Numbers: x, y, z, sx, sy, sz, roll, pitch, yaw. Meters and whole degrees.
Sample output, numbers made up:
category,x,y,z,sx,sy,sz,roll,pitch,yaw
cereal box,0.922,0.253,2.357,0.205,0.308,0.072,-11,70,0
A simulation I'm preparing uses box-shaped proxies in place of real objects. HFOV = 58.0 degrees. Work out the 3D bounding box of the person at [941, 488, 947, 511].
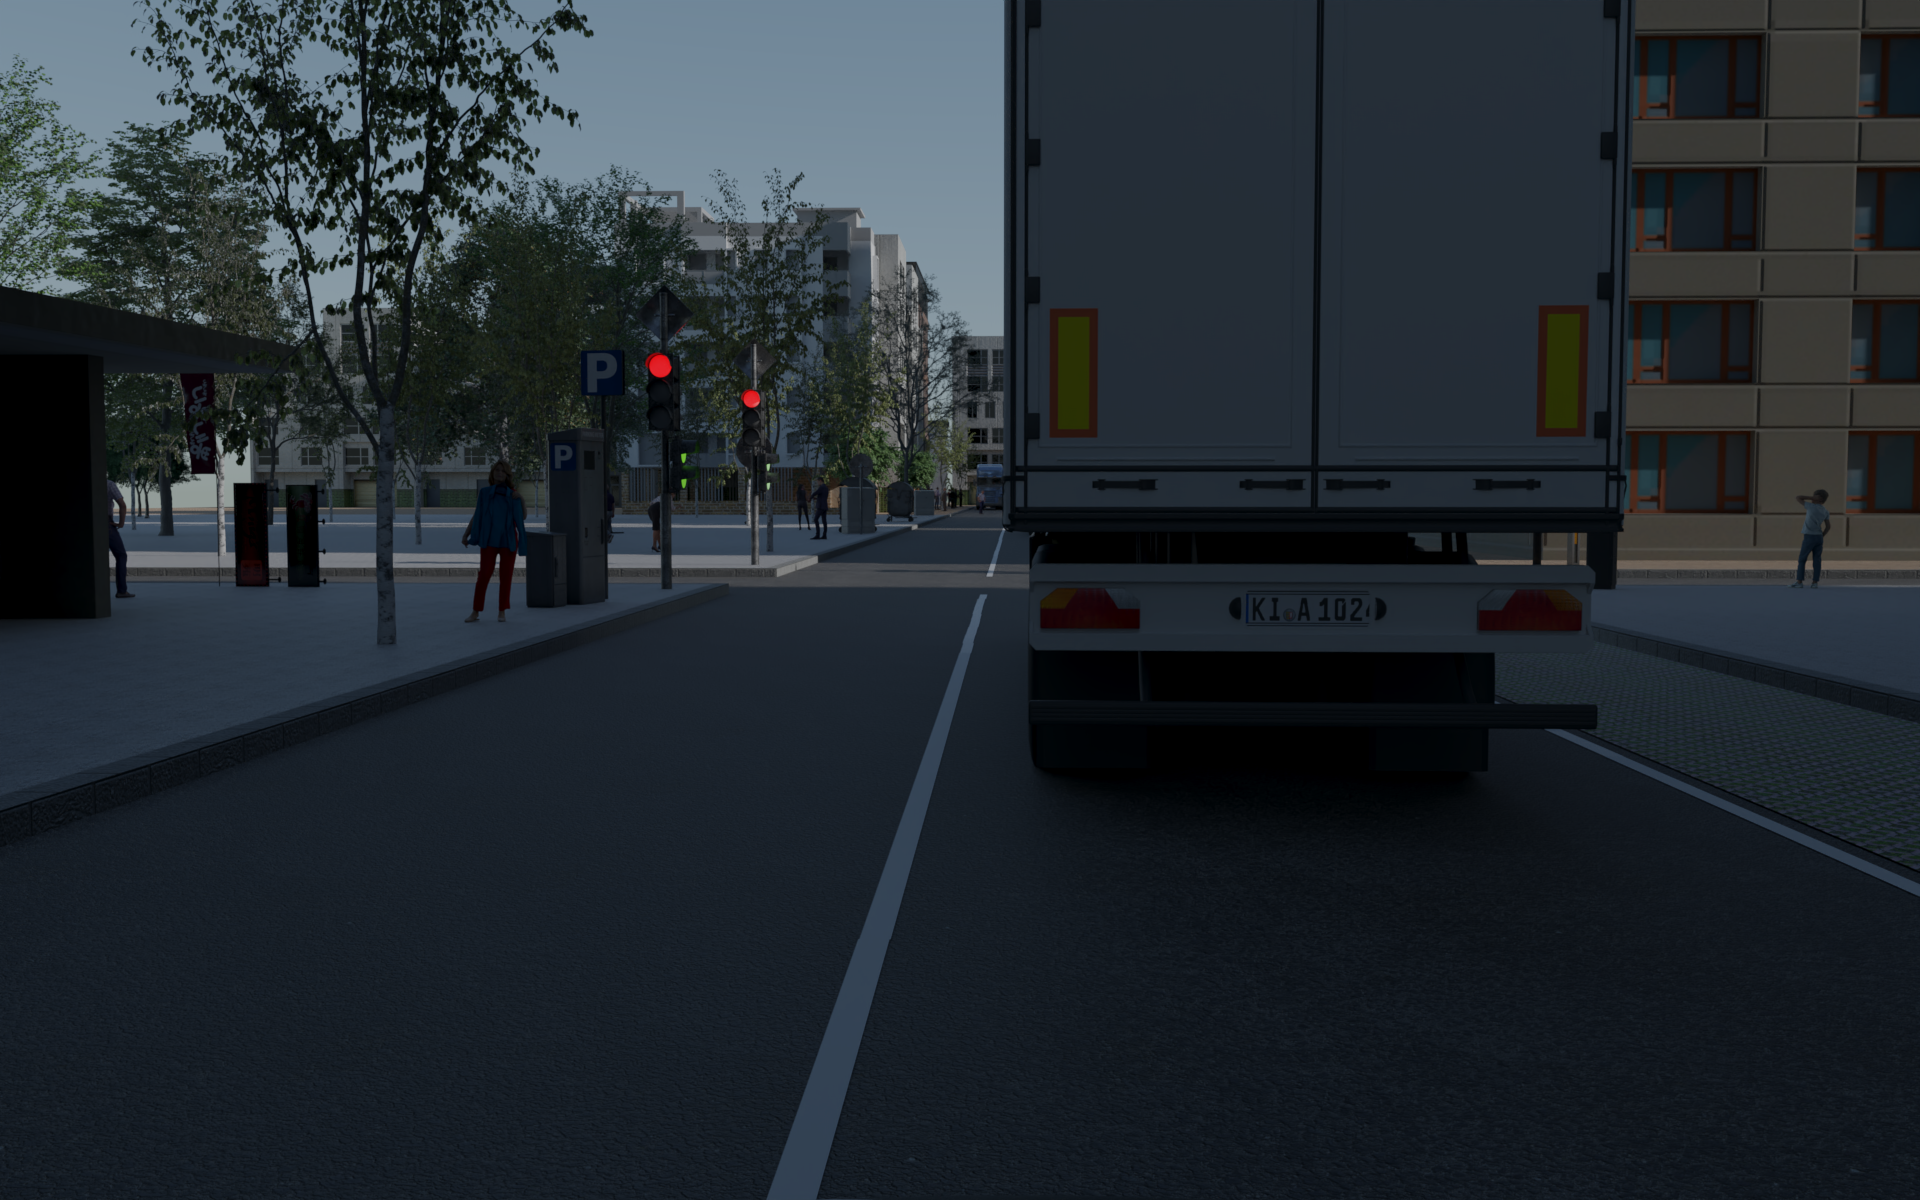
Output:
category,x,y,z,sx,sy,sz,roll,pitch,yaw
person,-1.194,-7.576,130.463,0.434,1.755,0.990,1,4,9

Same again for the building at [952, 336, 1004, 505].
category,x,y,z,sx,sy,sz,roll,pitch,yaw
building,15.131,-20.509,201.781,31.486,18.905,16.747,0,4,2

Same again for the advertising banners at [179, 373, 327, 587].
category,x,y,z,sx,sy,sz,roll,pitch,yaw
advertising banners,-9.774,-1.695,23.904,2.074,3.025,0.090,0,4,7

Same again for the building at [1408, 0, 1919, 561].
category,x,y,z,sx,sy,sz,roll,pitch,yaw
building,26.148,-12.301,46.161,28.899,21.520,27.650,0,4,2

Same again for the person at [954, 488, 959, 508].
category,x,y,z,sx,sy,sz,roll,pitch,yaw
person,-0.369,-9.393,159.636,0.705,1.821,1.348,1,4,20

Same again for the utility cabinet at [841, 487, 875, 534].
category,x,y,z,sx,sy,sz,roll,pitch,yaw
utility cabinet,-3.264,-2.876,55.702,0.318,1.500,1.173,3,5,45

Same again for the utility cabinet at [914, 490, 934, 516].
category,x,y,z,sx,sy,sz,roll,pitch,yaw
utility cabinet,-2.109,-5.718,102.173,1.173,1.500,0.318,-1,4,-20

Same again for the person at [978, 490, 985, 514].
category,x,y,z,sx,sy,sz,roll,pitch,yaw
person,1.595,-6.977,123.519,0.756,1.711,0.436,-3,4,-36

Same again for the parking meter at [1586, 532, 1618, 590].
category,x,y,z,sx,sy,sz,roll,pitch,yaw
parking meter,8.686,-1.080,23.364,0.399,1.863,0.255,2,4,33

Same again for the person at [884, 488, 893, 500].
category,x,y,z,sx,sy,sz,roll,pitch,yaw
person,-4.183,-6.236,108.140,1.348,1.807,0.705,-2,4,-32

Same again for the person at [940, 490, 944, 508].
category,x,y,z,sx,sy,sz,roll,pitch,yaw
person,-1.562,-9.018,154.425,0.436,1.711,0.756,-1,4,-12

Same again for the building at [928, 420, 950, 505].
category,x,y,z,sx,sy,sz,roll,pitch,yaw
building,-15.394,-15.663,198.236,28.070,9.664,9.099,0,4,2

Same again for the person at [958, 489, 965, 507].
category,x,y,z,sx,sy,sz,roll,pitch,yaw
person,0.121,-10.087,171.100,0.705,1.807,1.348,-2,4,-28

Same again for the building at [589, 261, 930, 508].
category,x,y,z,sx,sy,sz,roll,pitch,yaw
building,-19.672,-19.744,166.781,32.646,21.610,27.936,0,4,2

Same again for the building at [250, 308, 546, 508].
category,x,y,z,sx,sy,sz,roll,pitch,yaw
building,-51.737,-18.738,172.821,31.486,18.905,16.747,0,4,2

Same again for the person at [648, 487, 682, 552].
category,x,y,z,sx,sy,sz,roll,pitch,yaw
person,-6.558,-1.781,38.358,0.628,1.438,0.799,0,4,6

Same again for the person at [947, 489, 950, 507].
category,x,y,z,sx,sy,sz,roll,pitch,yaw
person,-1.062,-10.349,175.192,0.705,1.831,1.348,1,4,18

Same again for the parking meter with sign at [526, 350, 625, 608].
category,x,y,z,sx,sy,sz,roll,pitch,yaw
parking meter with sign,-4.519,-1.468,20.269,0.543,3.016,1.738,1,4,13

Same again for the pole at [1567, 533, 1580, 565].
category,x,y,z,sx,sy,sz,roll,pitch,yaw
pole,11.055,-2.280,31.126,0.158,3.312,0.155,0,3,0

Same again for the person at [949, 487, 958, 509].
category,x,y,z,sx,sy,sz,roll,pitch,yaw
person,-0.604,-8.831,150.052,0.705,1.869,1.348,-2,4,-35

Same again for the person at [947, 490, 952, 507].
category,x,y,z,sx,sy,sz,roll,pitch,yaw
person,-1.052,-10.173,172.900,0.750,1.759,0.617,0,4,-3

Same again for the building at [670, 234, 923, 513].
category,x,y,z,sx,sy,sz,roll,pitch,yaw
building,-12.069,-16.369,134.099,16.747,18.905,31.486,0,4,2

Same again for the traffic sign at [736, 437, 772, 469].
category,x,y,z,sx,sy,sz,roll,pitch,yaw
traffic sign,-4.197,-2.150,35.262,0.768,2.556,0.104,1,4,11

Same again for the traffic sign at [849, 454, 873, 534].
category,x,y,z,sx,sy,sz,roll,pitch,yaw
traffic sign,-3.136,-3.353,54.927,0.768,2.556,0.104,0,4,5

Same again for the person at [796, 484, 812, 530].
category,x,y,z,sx,sy,sz,roll,pitch,yaw
person,-5.540,-3.300,61.464,0.593,1.643,0.415,-2,4,-33

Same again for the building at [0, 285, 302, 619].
category,x,y,z,sx,sy,sz,roll,pitch,yaw
building,-22.493,-21.670,8.922,28.867,44.769,22.147,0,4,2

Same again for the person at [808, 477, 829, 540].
category,x,y,z,sx,sy,sz,roll,pitch,yaw
person,-4.022,-2.592,48.874,0.568,1.767,0.683,1,4,18

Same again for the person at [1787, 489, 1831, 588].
category,x,y,z,sx,sy,sz,roll,pitch,yaw
person,11.591,-0.837,23.634,0.435,1.345,0.340,-1,4,-14

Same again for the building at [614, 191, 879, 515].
category,x,y,z,sx,sy,sz,roll,pitch,yaw
building,-13.213,-15.673,112.675,16.016,20.091,11.380,0,4,2

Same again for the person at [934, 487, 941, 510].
category,x,y,z,sx,sy,sz,roll,pitch,yaw
person,-1.743,-8.175,139.571,0.599,1.838,0.709,-3,5,-41

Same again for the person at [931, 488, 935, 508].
category,x,y,z,sx,sy,sz,roll,pitch,yaw
person,-2.606,-9.512,161.653,1.350,1.814,0.705,-3,4,-37
